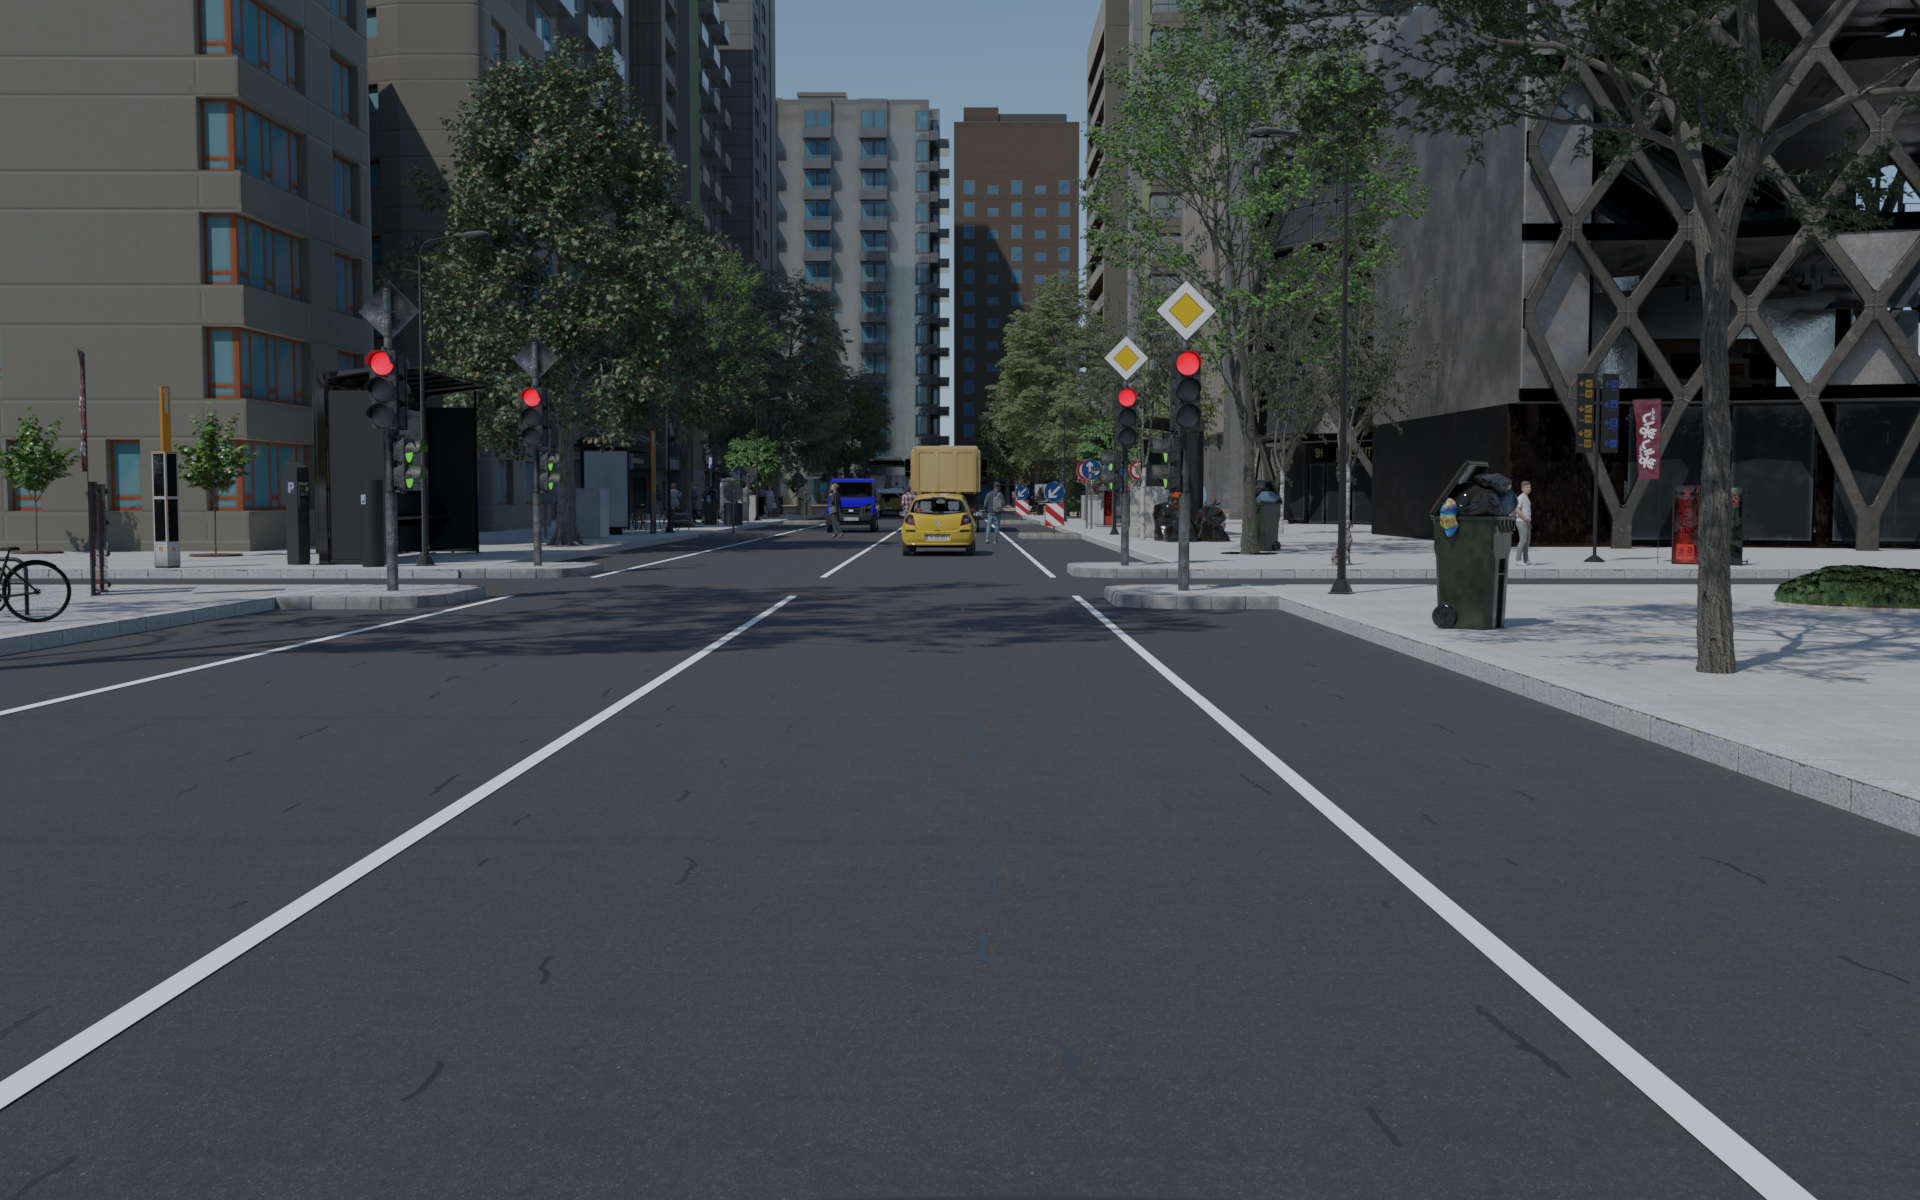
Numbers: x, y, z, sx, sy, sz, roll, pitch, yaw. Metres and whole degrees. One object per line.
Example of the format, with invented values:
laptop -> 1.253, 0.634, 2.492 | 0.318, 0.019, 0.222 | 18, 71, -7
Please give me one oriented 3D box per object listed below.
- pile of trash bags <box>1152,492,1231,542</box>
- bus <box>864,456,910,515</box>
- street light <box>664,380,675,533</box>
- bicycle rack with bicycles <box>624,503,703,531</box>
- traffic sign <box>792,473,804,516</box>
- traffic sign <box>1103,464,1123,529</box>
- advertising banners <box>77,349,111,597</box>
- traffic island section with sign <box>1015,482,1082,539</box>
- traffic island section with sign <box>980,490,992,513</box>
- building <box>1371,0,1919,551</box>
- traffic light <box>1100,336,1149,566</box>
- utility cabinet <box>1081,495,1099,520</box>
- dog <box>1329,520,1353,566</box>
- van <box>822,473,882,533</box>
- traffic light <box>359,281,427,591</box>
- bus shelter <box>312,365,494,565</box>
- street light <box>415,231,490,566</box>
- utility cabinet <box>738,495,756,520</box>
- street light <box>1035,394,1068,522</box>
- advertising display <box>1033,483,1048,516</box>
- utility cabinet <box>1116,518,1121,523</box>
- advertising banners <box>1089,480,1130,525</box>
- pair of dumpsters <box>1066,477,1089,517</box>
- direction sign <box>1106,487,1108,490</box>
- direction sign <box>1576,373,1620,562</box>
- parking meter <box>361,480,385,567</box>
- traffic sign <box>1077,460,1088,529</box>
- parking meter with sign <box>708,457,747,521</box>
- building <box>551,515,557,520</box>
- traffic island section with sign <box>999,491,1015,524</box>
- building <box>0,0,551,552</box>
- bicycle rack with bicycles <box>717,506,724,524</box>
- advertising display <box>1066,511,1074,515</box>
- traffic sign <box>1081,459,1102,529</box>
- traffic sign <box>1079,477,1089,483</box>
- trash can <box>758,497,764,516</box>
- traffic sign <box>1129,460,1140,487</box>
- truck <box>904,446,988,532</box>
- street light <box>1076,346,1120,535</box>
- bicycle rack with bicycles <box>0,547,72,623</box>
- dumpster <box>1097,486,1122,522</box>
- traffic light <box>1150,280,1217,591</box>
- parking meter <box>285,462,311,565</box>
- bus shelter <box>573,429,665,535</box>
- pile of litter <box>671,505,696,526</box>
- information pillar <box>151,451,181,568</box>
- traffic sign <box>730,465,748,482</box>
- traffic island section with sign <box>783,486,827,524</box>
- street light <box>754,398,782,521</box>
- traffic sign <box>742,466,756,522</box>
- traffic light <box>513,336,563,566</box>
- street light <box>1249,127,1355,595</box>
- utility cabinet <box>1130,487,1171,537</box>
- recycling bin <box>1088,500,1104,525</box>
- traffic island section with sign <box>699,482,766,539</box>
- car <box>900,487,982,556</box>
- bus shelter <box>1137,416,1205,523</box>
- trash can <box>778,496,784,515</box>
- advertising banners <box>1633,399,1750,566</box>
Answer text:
pile of trash bags -> 6.229, -2.320, 47.677 | 1.912, 1.369, 3.447 | 0, 4, -4
bus -> -4.703, -7.539, 114.812 | 2.896, 3.916, 12.252 | 0, 4, -1
street light -> -9.087, -5.181, 57.248 | 1.470, 5.913, 1.316 | 0, 4, 0
bicycle rack with bicycles -> -10.856, -2.912, 60.990 | 2.852, 0.926, 2.925 | 1, 4, 11
traffic sign -> -9.669, -6.317, 103.394 | 0.768, 2.556, 0.104 | 0, 4, 3
traffic sign -> 5.658, -3.910, 64.036 | 0.768, 2.556, 0.104 | 0, 4, 4
advertising banners -> -10.978, -1.575, 21.938 | 0.090, 3.025, 2.074 | -1, 4, -19
traffic island section with sign -> 2.917, -2.918, 56.336 | 1.989, 1.847, 2.006 | 0, 4, 0
traffic island section with sign -> 2.707, -7.626, 133.310 | 1.989, 1.847, 2.006 | 0, 4, 0
building -> 21.516, -10.948, 46.447 | 16.811, 18.784, 16.820 | 0, 4, 0
traffic light -> 2.933, -2.567, 30.890 | 0.839, 4.253, 0.868 | 0, 4, 0
utility cabinet -> 6.426, -4.496, 84.677 | 1.020, 1.237, 0.306 | -2, 4, -30
dog -> 6.786, -1.031, 31.233 | 0.800, 0.831, 0.513 | -1, 4, -15
van -> -4.072, -3.776, 66.125 | 2.240, 2.365, 5.245 | 0, 4, -1
traffic light -> -7.508, -2.076, 22.862 | 0.839, 4.253, 0.868 | 0, 4, 0
bus shelter -> -10.859, -2.630, 34.285 | 1.731, 3.624, 6.357 | 0, 4, 0
street light -> -8.995, -3.559, 30.734 | 1.470, 5.913, 1.316 | 0, 4, 0
utility cabinet -> -10.383, -4.511, 84.920 | 1.020, 1.237, 0.306 | 2, 4, 25
street light -> 4.301, -6.584, 80.183 | 1.470, 5.913, 1.316 | 0, 4, 0
advertising display -> 4.841, -6.027, 103.753 | 0.974, 1.923, 0.123 | -2, 4, -27
utility cabinet -> 6.905, -4.071, 77.722 | 1.020, 1.237, 0.306 | -3, 5, -43
advertising banners -> 6.144, -4.570, 70.907 | 2.074, 3.025, 0.090 | -1, 4, -14
pair of dumpsters -> 6.429, -5.849, 98.122 | 1.574, 2.255, 4.437 | 0, 4, 0
direction sign -> 6.279, -5.004, 73.815 | 0.876, 3.537, 0.379 | 1, 4, 10
direction sign -> 11.984, -2.484, 32.609 | 0.876, 3.537, 0.379 | -1, 4, -13
parking meter -> -10.329, -1.349, 30.459 | 0.372, 1.533, 0.369 | 0, 3, 0
traffic sign -> 4.690, -3.911, 64.054 | 0.768, 2.556, 0.104 | 0, 4, 6
parking meter with sign -> -10.917, -5.219, 81.592 | 1.738, 3.016, 0.543 | -2, 4, -27
building -> -29.912, -28.717, 89.136 | 23.786, 49.044, 30.456 | 0, 4, 0
traffic island section with sign -> 2.846, -4.567, 83.291 | 1.989, 1.847, 2.006 | 0, 4, 0
building -> -29.706, -12.681, 52.370 | 27.650, 21.520, 28.899 | 0, 4, 0
bicycle rack with bicycles -> -11.172, -3.730, 74.367 | 2.925, 0.926, 2.852 | -1, 4, -12
advertising display -> 6.530, -6.164, 105.999 | 0.974, 1.923, 0.123 | 1, 4, 23
traffic sign -> 4.832, -3.883, 63.601 | 0.768, 2.556, 0.104 | 1, 4, 10
traffic sign -> 5.690, -4.742, 77.637 | 0.768, 2.556, 0.104 | 0, 4, 2
trash can -> -11.679, -5.438, 100.557 | 0.748, 1.137, 0.748 | 0, 3, 0
traffic sign -> 6.688, -3.951, 64.700 | 0.768, 2.556, 0.104 | 0, 4, 4
truck -> -0.554, -4.429, 68.341 | 3.469, 3.379, 9.791 | 0, 4, 0
street light -> 4.325, -5.006, 54.387 | 1.470, 5.913, 1.316 | 0, 4, 0
bicycle rack with bicycles -> -10.386, -0.233, 17.199 | 2.925, 0.926, 2.852 | -1, 4, -11
dumpster -> 6.668, -4.271, 75.591 | 1.264, 1.857, 1.865 | 0, 4, 0
traffic light -> 2.953, -2.079, 22.905 | 0.839, 4.253, 0.868 | 0, 4, 0
parking meter -> -11.997, -1.570, 31.387 | 0.399, 1.863, 0.255 | 2, 4, 32
bus shelter -> -11.103, -3.834, 56.608 | 2.014, 3.302, 5.546 | 0, 3, 0
pile of litter -> -11.145, -3.392, 69.429 | 1.176, 0.858, 1.719 | 0, 4, -3
information pillar -> -13.753, -1.560, 30.000 | 0.304, 2.012, 0.304 | 1, 4, 18
traffic sign -> -9.777, -4.695, 76.504 | 0.795, 2.593, 0.064 | 0, 4, 4
traffic island section with sign -> -7.370, -4.540, 82.859 | 1.989, 1.847, 2.006 | 0, 4, 0
street light -> -9.238, -6.784, 83.463 | 1.470, 5.913, 1.316 | 0, 4, 0
traffic sign -> -9.716, -4.849, 79.379 | 0.768, 2.556, 0.104 | 1, 4, 8
traffic light -> -7.529, -2.564, 30.847 | 0.839, 4.253, 0.868 | 0, 4, 0
street light -> 4.363, -3.031, 22.103 | 1.470, 5.913, 1.316 | 0, 4, 0
utility cabinet -> 5.615, -2.586, 50.963 | 1.173, 1.500, 0.318 | 1, 4, 21
recycling bin -> 5.759, -3.624, 71.814 | 0.722, 1.027, 0.722 | 2, 4, 24
traffic island section with sign -> -7.310, -2.892, 55.904 | 1.989, 1.847, 2.006 | 0, 4, 0
car -> -0.472, -1.913, 41.504 | 2.015, 1.641, 3.980 | 0, 4, 1
bus shelter -> 6.608, -3.929, 55.526 | 1.731, 3.624, 6.357 | 0, 4, 0
trash can -> -11.096, -5.742, 105.542 | 0.748, 1.137, 0.748 | 0, 3, 0
advertising banners -> 13.236, -2.157, 31.447 | 2.074, 3.025, 0.090 | 3, 5, 39
